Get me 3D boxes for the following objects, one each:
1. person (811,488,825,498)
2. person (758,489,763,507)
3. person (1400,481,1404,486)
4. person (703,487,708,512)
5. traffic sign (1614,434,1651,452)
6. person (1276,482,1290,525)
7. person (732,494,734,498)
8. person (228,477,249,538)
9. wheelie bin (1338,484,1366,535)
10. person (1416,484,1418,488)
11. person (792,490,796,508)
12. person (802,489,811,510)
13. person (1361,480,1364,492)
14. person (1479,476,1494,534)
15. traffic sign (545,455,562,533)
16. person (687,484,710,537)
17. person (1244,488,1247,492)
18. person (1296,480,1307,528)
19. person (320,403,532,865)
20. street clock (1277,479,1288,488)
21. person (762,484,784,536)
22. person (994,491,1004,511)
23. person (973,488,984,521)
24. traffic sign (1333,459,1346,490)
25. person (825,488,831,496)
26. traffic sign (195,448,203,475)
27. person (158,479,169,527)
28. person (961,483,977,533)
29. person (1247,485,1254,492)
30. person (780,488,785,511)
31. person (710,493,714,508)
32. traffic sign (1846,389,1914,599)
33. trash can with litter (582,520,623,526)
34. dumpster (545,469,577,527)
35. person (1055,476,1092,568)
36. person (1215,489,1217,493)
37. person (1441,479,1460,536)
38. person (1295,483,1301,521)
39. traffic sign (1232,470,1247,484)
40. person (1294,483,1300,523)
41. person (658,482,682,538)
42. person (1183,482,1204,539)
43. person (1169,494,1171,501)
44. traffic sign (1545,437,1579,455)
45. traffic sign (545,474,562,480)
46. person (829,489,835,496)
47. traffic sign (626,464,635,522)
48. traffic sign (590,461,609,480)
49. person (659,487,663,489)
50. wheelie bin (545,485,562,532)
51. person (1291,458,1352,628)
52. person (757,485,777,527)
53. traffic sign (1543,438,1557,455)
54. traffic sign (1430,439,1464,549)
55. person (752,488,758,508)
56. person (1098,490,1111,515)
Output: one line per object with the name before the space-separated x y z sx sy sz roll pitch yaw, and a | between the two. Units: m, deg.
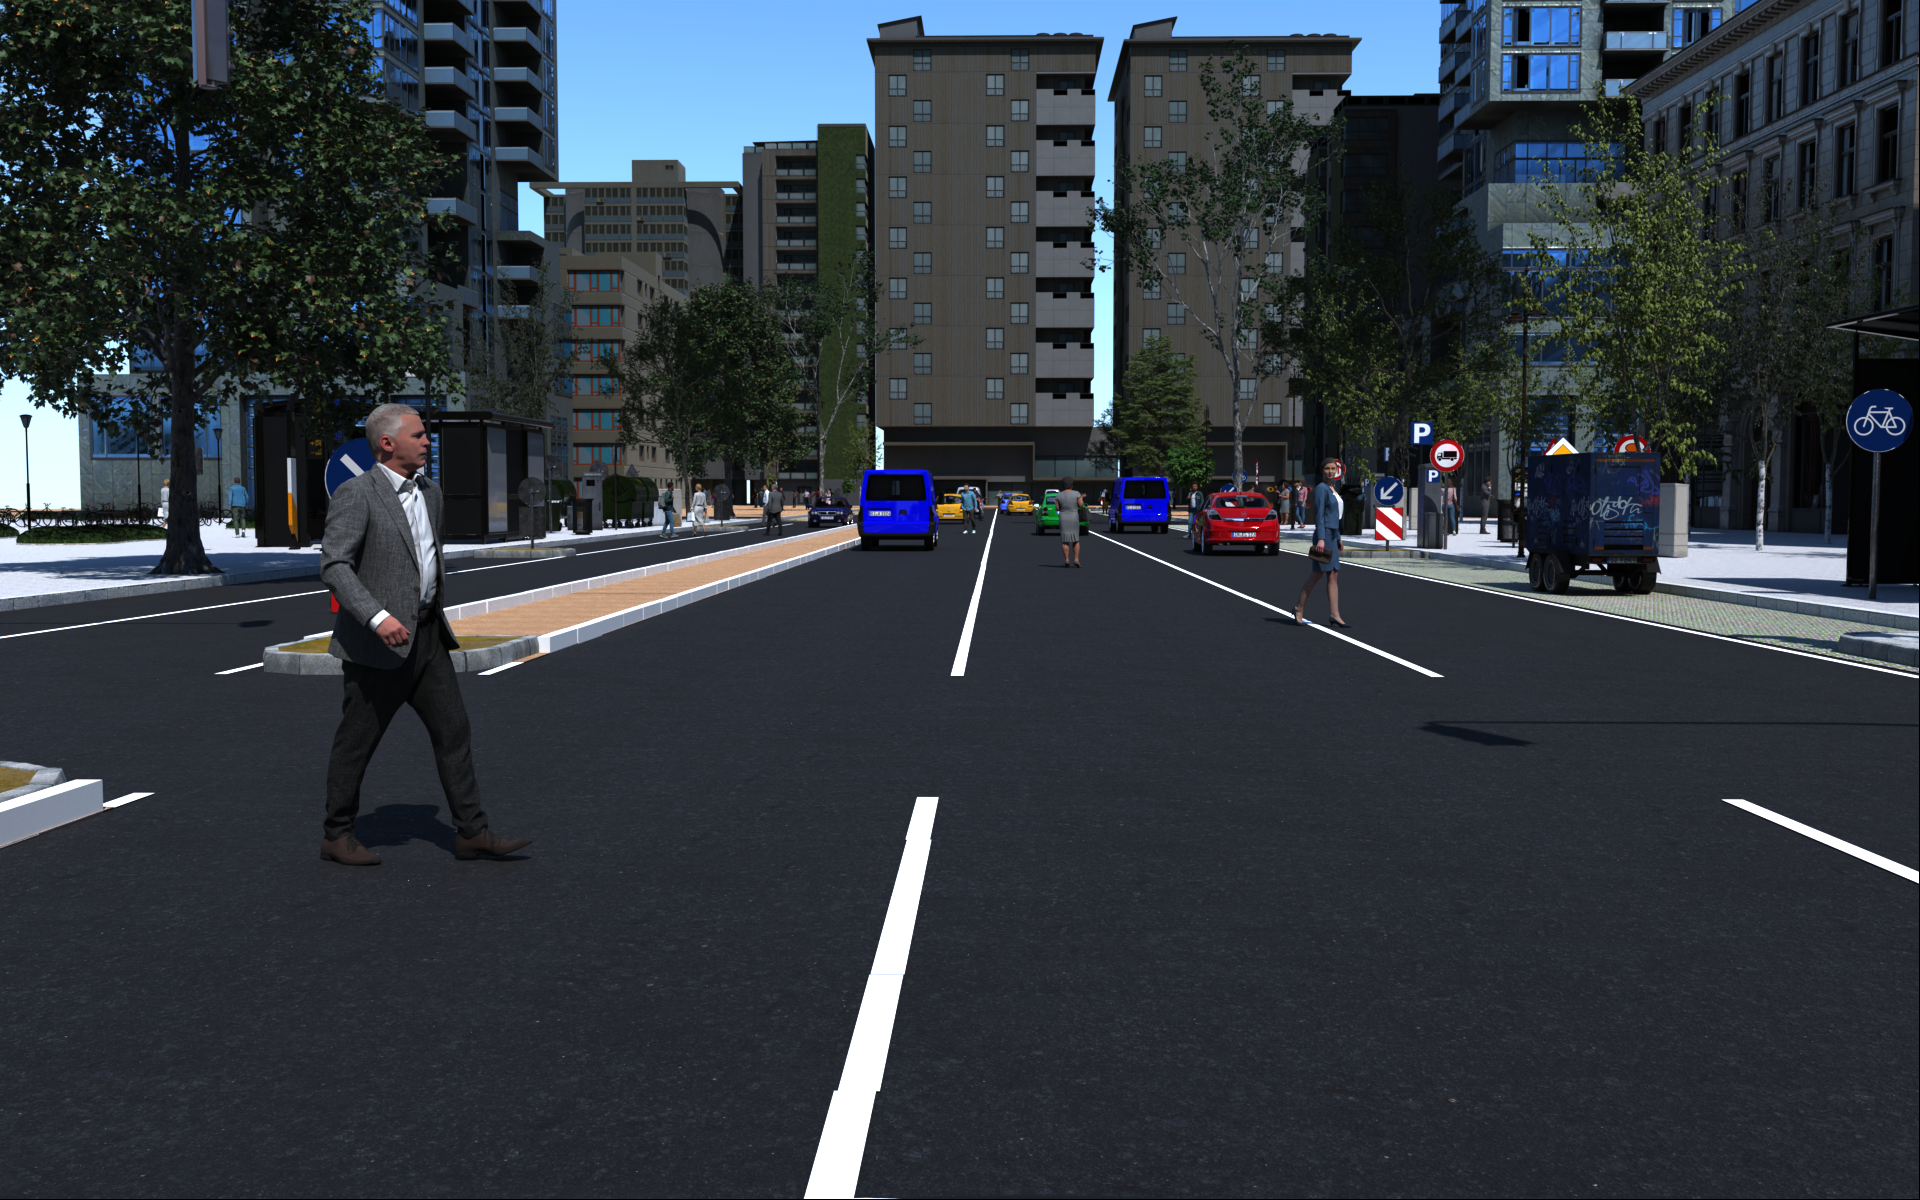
person | -11.856 -8.539 145.600 1.348 1.831 0.705 0 4 4
person | -19.162 -9.866 167.433 1.350 1.814 0.705 3 4 39
person | 18.467 -4.108 73.221 0.620 1.820 0.660 0 4 0
person | -18.752 -7.400 127.018 0.705 1.826 1.348 1 4 12
traffic sign | 14.351 -2.260 37.059 0.768 2.556 0.104 0 4 7
person | 13.267 -3.973 71.353 0.532 1.782 0.716 -1 4 -11
person | -19.579 -8.549 146.539 1.217 1.735 0.721 3 4 36
person | -21.241 -2.728 50.997 0.601 1.785 0.444 -3 4 -36
wheelie bin | 12.175 -2.806 53.783 0.980 1.594 0.693 -1 4 -18
person | 16.864 -3.496 63.794 0.593 1.750 0.643 0 4 -6
person | -15.533 -9.428 161.661 0.593 1.643 0.415 2 4 35
person | -12.776 -8.367 143.787 0.756 1.711 0.436 -2 4 -24
person | 16.593 -3.977 70.924 0.638 1.841 0.748 -3 5 -45
person | 16.908 -3.041 55.569 0.447 1.846 0.655 1 4 10
traffic sign | -13.387 -3.455 56.591 0.768 2.556 0.104 0 4 4
person | -8.794 -3.022 58.260 0.694 1.780 0.624 -2 4 -29
person | 21.366 -7.503 129.275 0.434 1.755 0.990 3 5 40
person | 12.738 -3.584 64.649 0.388 1.821 0.555 -2 4 -27
person | -2.107 0.135 6.690 0.834 1.777 0.661 1 4 14
street clock | 15.766 -4.901 84.703 0.471 2.002 0.358 -1 4 -17
person | -6.454 -3.117 59.868 0.834 1.777 0.661 3 4 39
person | 3.491 -8.575 149.430 1.217 1.736 0.721 -1 4 -11
person | 0.921 -5.109 92.484 0.683 1.767 0.568 -2 4 -25
traffic sign | 13.673 -3.859 63.208 0.768 2.556 0.104 0 4 8
person | -10.387 -7.916 136.142 0.551 1.740 0.621 3 4 36
traffic sign | -17.109 -2.224 38.497 0.606 2.300 0.079 0 4 3
person | -26.224 -3.106 57.181 0.694 1.780 0.624 3 5 39
person | 0.344 -3.343 63.172 0.660 1.820 0.620 1 4 18
person | 15.942 -5.356 94.147 0.750 1.759 0.617 -3 5 -42
person | -13.608 -7.695 132.416 0.434 1.755 0.990 2 4 32
person | -23.318 -9.418 163.257 0.599 1.433 0.991 3 5 45
traffic sign | 11.131 -1.281 21.048 0.768 2.556 0.104 1 4 8
trash can with litter | -14.542 -3.642 70.600 2.233 1.210 1.678 2 4 31
dumpster | -15.743 -3.927 66.707 1.502 2.255 1.985 0 4 1
person | 2.219 -1.517 33.654 0.716 1.782 0.532 1 4 12
person | 24.515 -9.784 166.154 0.705 1.807 1.348 -1 4 -14
person | 15.173 -2.874 53.620 0.593 1.750 0.643 1 4 16
person | 16.252 -4.666 82.431 0.679 1.850 0.850 -2 4 -31
traffic sign | 14.224 -5.383 88.125 0.768 2.556 0.104 0 4 3
person | 14.758 -4.261 76.130 0.534 1.772 0.576 -1 4 -17
person | -9.397 -2.915 56.140 0.713 1.824 0.794 1 4 11
person | 7.475 -2.835 54.842 0.713 1.824 0.794 -3 4 -36
person | 17.032 -8.379 143.592 0.990 1.755 0.434 -1 4 -11
traffic sign | 13.905 -2.459 39.935 0.795 2.593 0.064 0 4 8
traffic sign | -15.092 -3.904 63.834 0.884 2.594 0.081 0 4 5
person | -10.267 -8.000 137.660 1.217 1.723 0.721 1 4 22
traffic sign | -14.055 -4.539 74.220 0.884 2.594 0.081 0 4 7
traffic sign | -13.943 -4.085 66.898 0.768 2.556 0.104 0 4 8
person | -19.319 -6.400 111.397 0.721 1.743 1.217 -3 5 -41
wheelie bin | -14.141 -3.151 59.428 0.693 1.594 0.980 3 5 39
person | 3.918 -0.622 18.693 0.581 1.822 0.654 -3 5 -43
person | -8.282 -4.024 74.388 0.850 1.850 0.679 -1 4 -9
traffic sign | 13.750 -2.459 40.202 0.884 2.594 0.081 0 4 3
traffic sign | 11.243 -2.443 40.048 0.768 2.556 0.104 1 4 11
person | -18.988 -9.460 160.719 0.705 1.822 1.348 -2 4 -26
person | 10.158 -6.818 120.708 1.217 1.736 0.721 -1 4 -22
